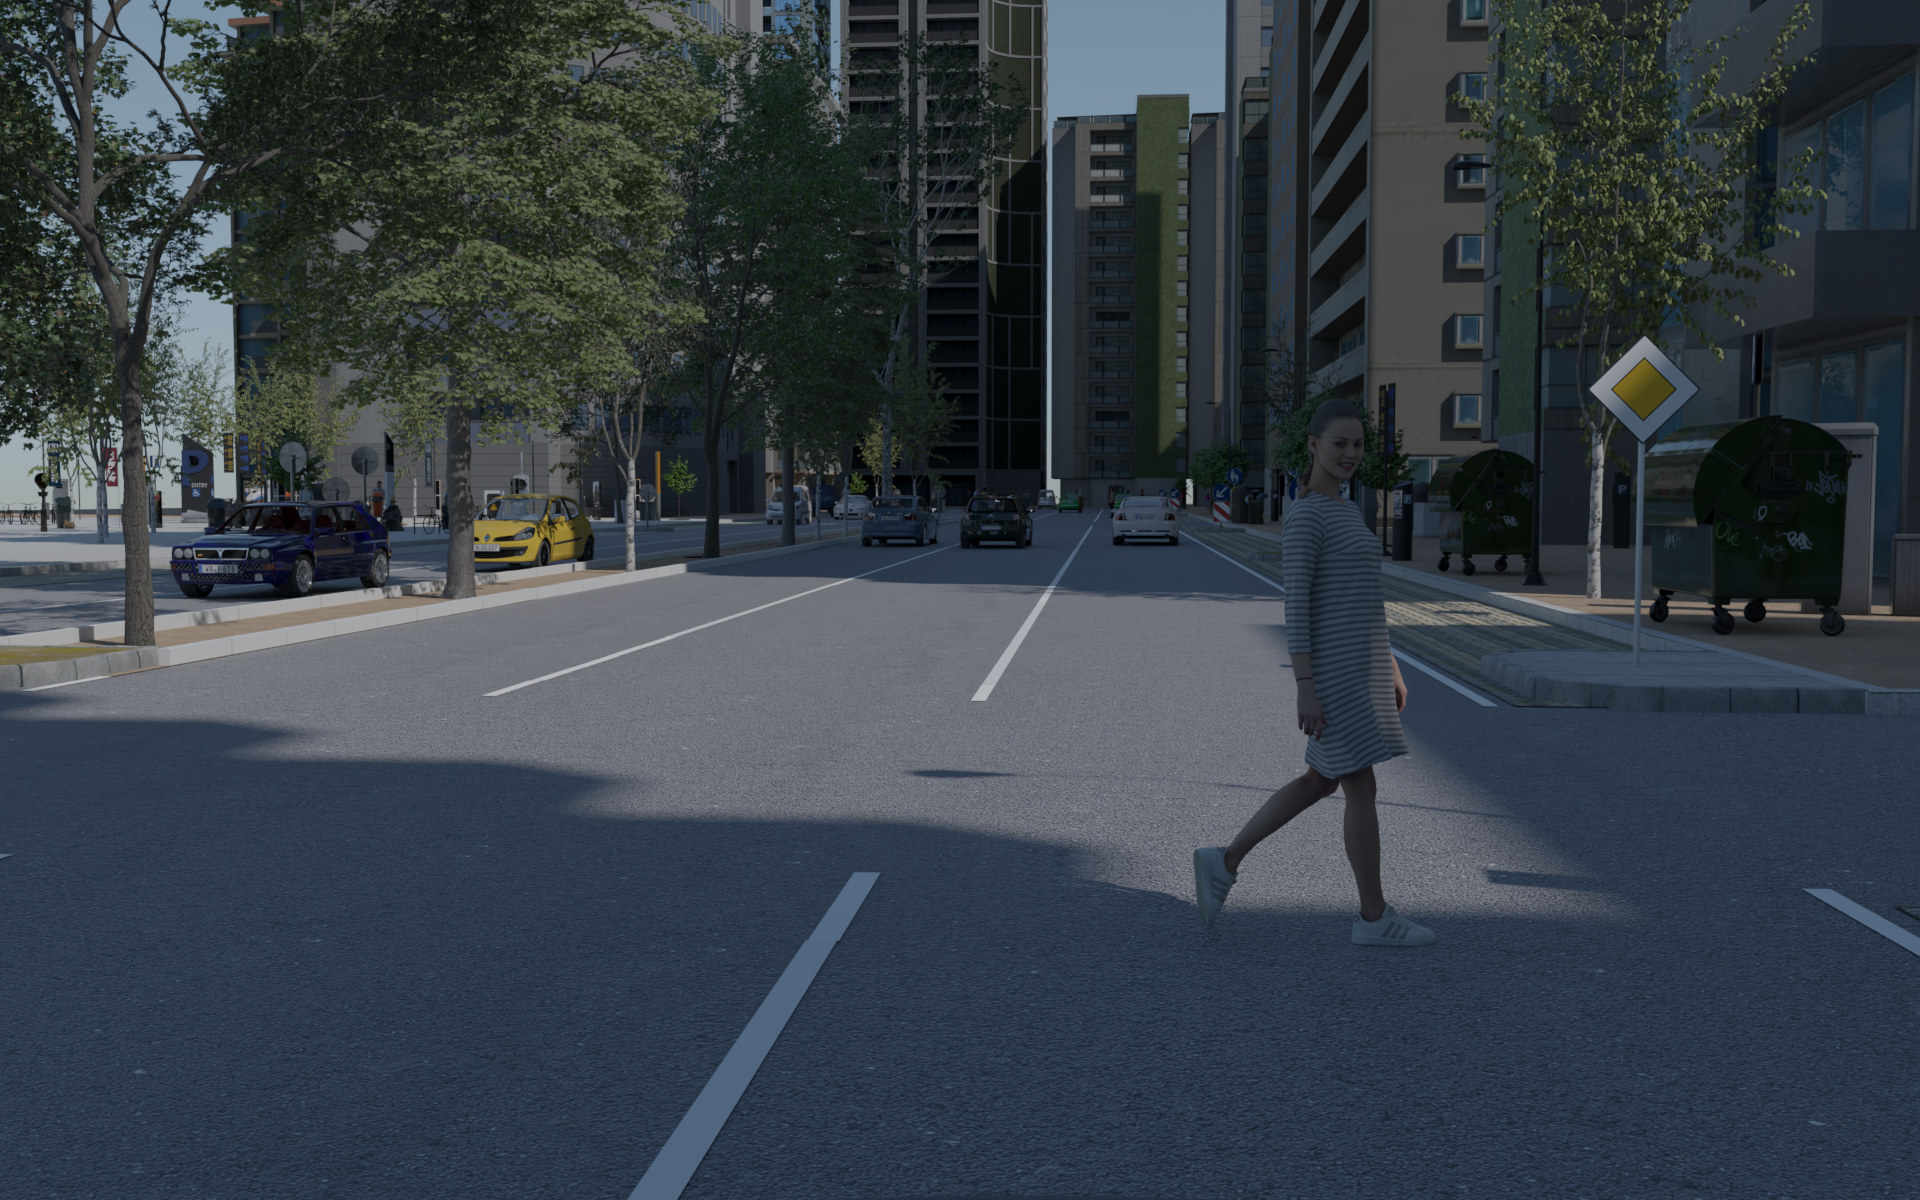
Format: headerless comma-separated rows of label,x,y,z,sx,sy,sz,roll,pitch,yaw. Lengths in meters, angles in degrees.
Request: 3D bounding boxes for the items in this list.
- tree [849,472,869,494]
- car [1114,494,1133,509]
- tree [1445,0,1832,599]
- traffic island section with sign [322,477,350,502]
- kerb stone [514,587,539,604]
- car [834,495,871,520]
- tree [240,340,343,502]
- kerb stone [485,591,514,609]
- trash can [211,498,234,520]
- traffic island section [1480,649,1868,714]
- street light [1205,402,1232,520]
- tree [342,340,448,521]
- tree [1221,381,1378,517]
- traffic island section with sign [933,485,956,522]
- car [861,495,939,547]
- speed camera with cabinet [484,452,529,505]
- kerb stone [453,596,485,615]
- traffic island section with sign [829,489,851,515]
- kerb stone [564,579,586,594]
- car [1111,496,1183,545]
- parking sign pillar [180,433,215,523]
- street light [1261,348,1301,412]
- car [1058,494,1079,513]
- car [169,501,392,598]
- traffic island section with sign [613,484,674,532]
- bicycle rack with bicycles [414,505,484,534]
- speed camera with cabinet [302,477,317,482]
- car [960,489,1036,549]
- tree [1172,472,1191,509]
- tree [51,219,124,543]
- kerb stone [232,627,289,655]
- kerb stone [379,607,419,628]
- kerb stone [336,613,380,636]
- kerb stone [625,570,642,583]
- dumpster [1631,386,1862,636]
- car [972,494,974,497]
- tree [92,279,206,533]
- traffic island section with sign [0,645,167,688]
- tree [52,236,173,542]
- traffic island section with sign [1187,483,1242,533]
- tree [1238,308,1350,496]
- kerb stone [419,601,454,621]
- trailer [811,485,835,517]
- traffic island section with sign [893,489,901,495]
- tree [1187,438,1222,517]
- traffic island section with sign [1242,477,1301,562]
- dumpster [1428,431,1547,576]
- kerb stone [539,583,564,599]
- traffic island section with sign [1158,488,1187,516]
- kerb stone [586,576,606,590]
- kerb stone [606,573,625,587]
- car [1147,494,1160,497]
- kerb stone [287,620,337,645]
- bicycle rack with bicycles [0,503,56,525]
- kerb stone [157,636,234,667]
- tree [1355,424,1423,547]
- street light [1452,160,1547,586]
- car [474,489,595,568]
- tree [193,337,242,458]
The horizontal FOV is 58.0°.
tree,-8.342,-8.747,137.619,1.663,3.219,1.824,0,3,0
car,12.298,-7.400,129.780,1.959,1.807,4.718,0,4,5
tree,8.028,-4.322,21.021,4.737,8.622,4.395,0,3,0
traffic island section with sign,-14.406,-1.880,39.371,1.989,1.847,2.006,0,4,5
kerb stone,-5.856,-0.052,23.049,0.120,0.150,1.000,0,4,5
car,-6.022,-5.264,98.428,2.083,1.381,4.827,0,4,4
tree,-30.866,-8.118,83.089,4.737,8.622,4.395,0,3,0
kerb stone,-5.936,0.010,22.030,0.120,0.150,1.000,0,4,5
trash can,-25.839,-3.002,60.740,0.748,1.137,0.748,0,3,0
traffic island section,5.050,0.579,12.813,2.009,0.180,2.903,0,4,5
street light,13.040,-7.014,87.218,1.470,5.913,1.316,0,4,5
tree,-26.166,-8.124,83.188,4.737,8.622,4.395,0,3,0
tree,10.737,-4.060,50.089,4.285,4.588,4.351,0,3,0
traffic island section with sign,-1.130,-4.912,88.445,2.006,1.907,1.989,0,4,5
car,-1.668,-2.240,48.619,2.014,1.417,4.499,0,4,6
speed camera with cabinet,-21.424,-5.350,81.809,2.038,3.252,0.660,-1,4,-8
kerb stone,-6.031,0.072,21.012,0.120,0.150,1.000,0,4,5
traffic island section with sign,-7.642,-6.574,116.112,1.989,1.847,2.006,0,4,5
kerb stone,-5.672,-0.177,25.095,0.120,0.150,1.000,0,4,5
car,5.360,-2.289,49.788,2.083,1.381,4.827,0,4,7
parking sign pillar,-33.640,-5.378,76.404,1.447,3.967,1.447,0,4,-2
street light,10.274,-5.056,55.210,1.470,5.913,1.316,0,4,5
car,8.507,-7.642,133.750,1.959,1.807,4.718,0,4,3
car,-9.800,-0.773,25.223,1.945,1.354,3.894,0,4,6
traffic island section with sign,-12.040,-3.523,66.223,1.989,1.847,2.006,0,4,5
bicycle rack with bicycles,-16.185,-2.602,55.917,2.852,0.926,2.925,1,4,10
speed camera with cabinet,-31.954,-5.624,86.282,2.038,3.252,0.660,2,4,26
car,1.016,-2.272,46.928,2.009,1.686,4.222,0,4,6
tree,19.521,-9.639,152.192,1.663,3.219,1.824,0,3,0
tree,-22.634,-5.804,45.262,4.737,8.622,4.395,0,3,0
kerb stone,-6.482,0.385,15.905,0.120,0.150,1.000,0,4,5
kerb stone,-6.214,0.198,18.960,0.120,0.150,1.000,0,4,5
kerb stone,-6.302,0.260,17.942,0.120,0.150,1.000,0,4,5
kerb stone,-5.400,-0.364,28.152,0.120,0.150,1.000,0,4,5
dumpster,7.417,-0.852,16.426,1.502,2.255,1.985,0,4,5
car,1.748,-8.869,154.601,1.945,1.707,3.694,0,4,4
tree,-26.915,-6.538,57.265,4.360,8.622,3.978,0,3,0
traffic island section with sign,-7.722,-0.334,13.595,2.006,1.907,1.989,0,4,5
tree,-25.652,-6.203,51.783,4.737,8.622,4.395,0,3,0
traffic island section with sign,9.670,-3.452,65.069,1.989,1.847,2.006,0,4,5
tree,13.322,-7.269,69.212,4.360,8.622,3.978,0,3,0
kerb stone,-6.120,0.141,19.993,0.120,0.150,1.000,0,4,5
trailer,-8.476,-6.066,106.219,1.471,1.999,3.904,0,4,5
traffic island section with sign,-5.231,-8.240,143.349,1.989,1.847,2.006,0,4,5
tree,14.779,-6.885,96.281,4.285,4.588,4.351,0,3,0
traffic island section with sign,7.230,-1.760,37.396,1.989,1.847,2.006,0,4,5
dumpster,8.438,-1.547,27.789,1.502,2.255,1.985,0,4,5
kerb stone,-5.757,-0.110,24.076,0.120,0.150,1.000,0,4,5
traffic island section with sign,14.007,-6.455,114.174,1.989,1.847,2.006,0,4,5
kerb stone,-5.582,-0.240,26.115,0.120,0.150,1.000,0,4,5
kerb stone,-5.494,-0.302,27.134,0.120,0.150,1.000,0,4,5
car,17.654,-8.934,158.077,2.014,1.417,4.499,0,4,7
kerb stone,-6.394,0.322,16.924,0.120,0.150,1.000,0,4,5
bicycle rack with bicycles,-38.922,-3.645,72.974,2.852,0.926,2.925,-3,5,-40
kerb stone,-6.575,0.450,14.882,0.120,0.150,1.000,0,4,5
tree,10.506,-2.920,42.346,1.663,3.219,1.824,0,3,0
street light,7.549,-3.163,24.250,1.470,5.913,1.316,0,4,5
car,-8.382,-1.412,33.316,2.015,1.641,3.980,0,4,6
tree,-35.726,-8.045,81.905,4.737,8.622,4.395,0,3,0
